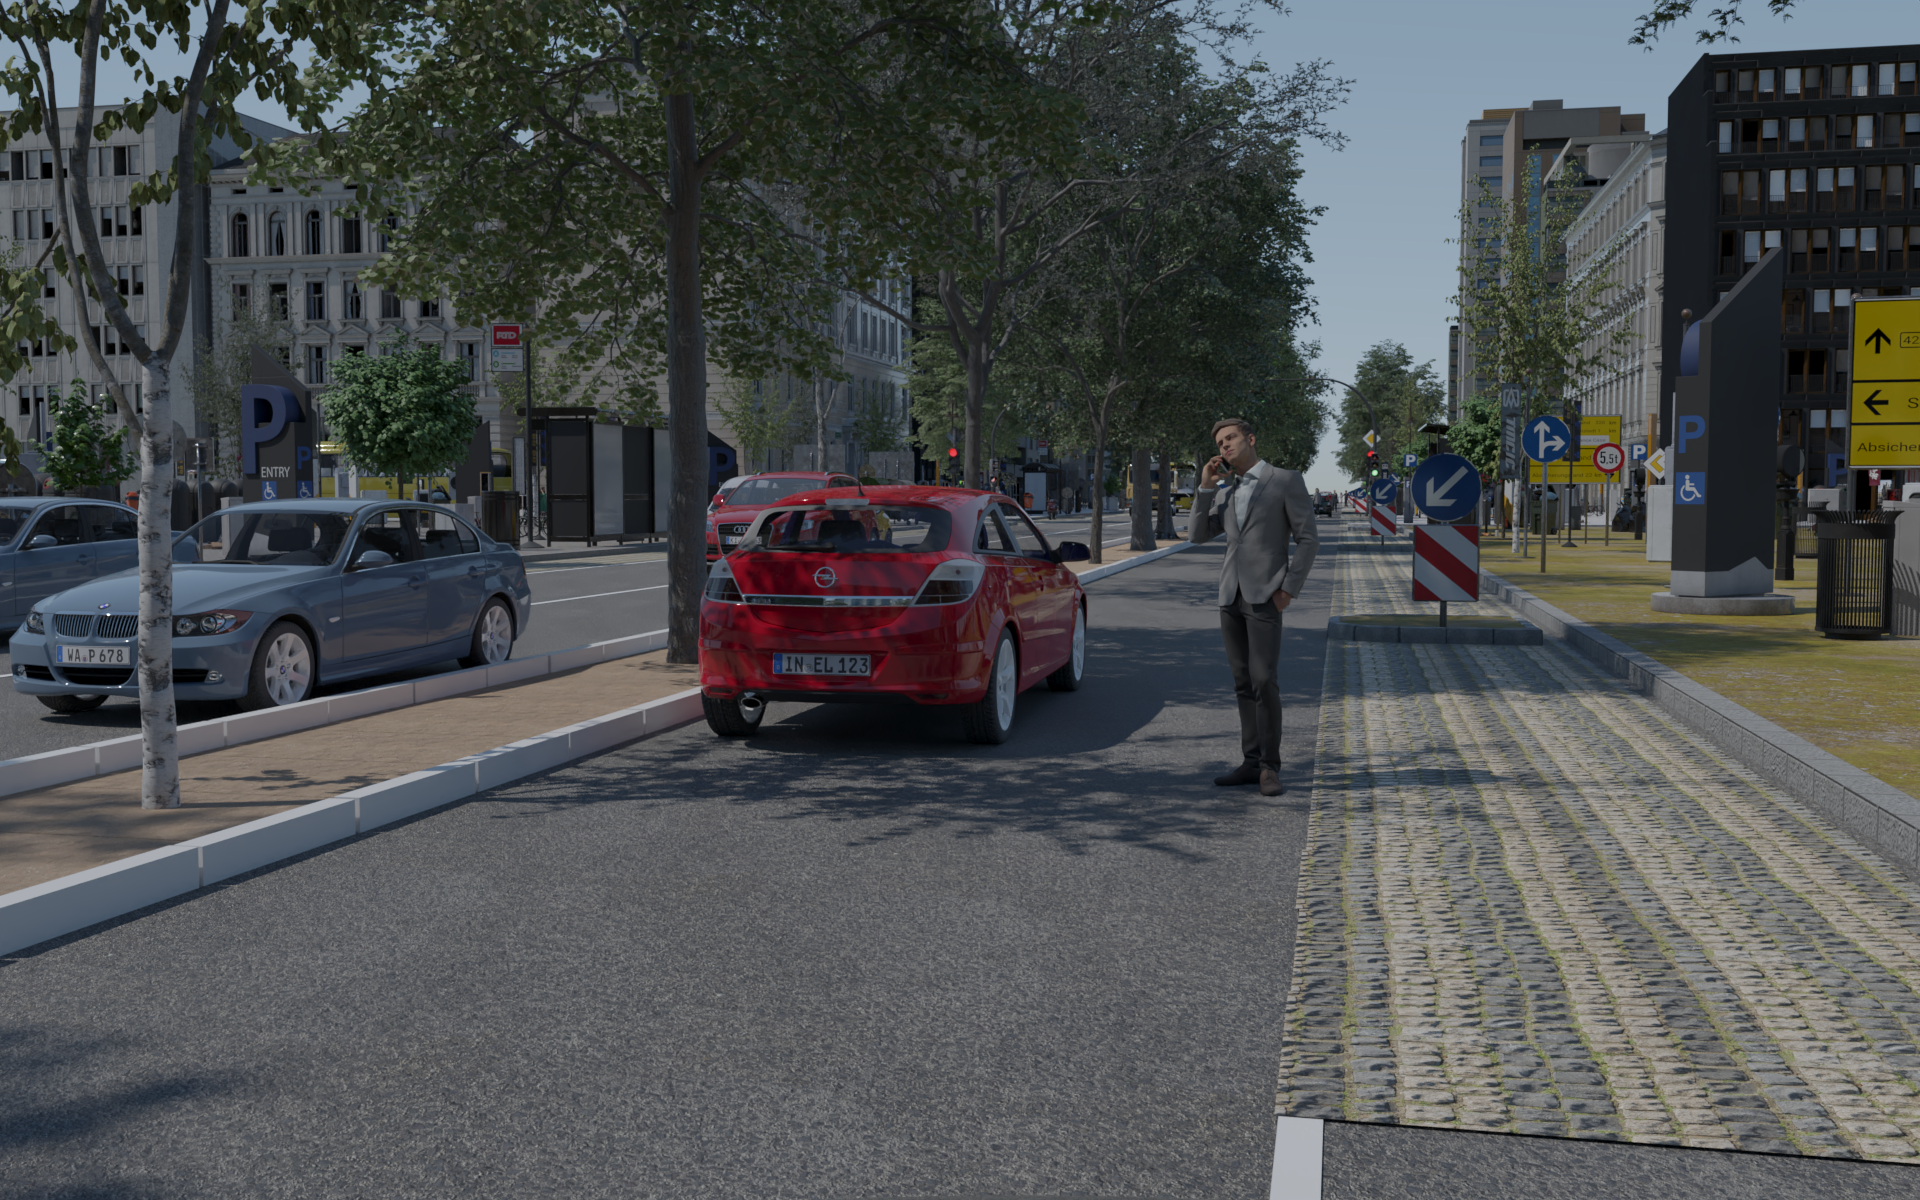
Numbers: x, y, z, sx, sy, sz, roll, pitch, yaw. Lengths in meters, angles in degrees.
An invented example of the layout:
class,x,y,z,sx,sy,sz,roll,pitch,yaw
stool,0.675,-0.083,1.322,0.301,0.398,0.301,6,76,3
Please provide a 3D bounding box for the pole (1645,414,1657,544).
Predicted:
class,x,y,z,sx,sy,sz,roll,pitch,yaw
pole,17.599,-3.073,44.091,0.158,3.312,0.155,0,3,0

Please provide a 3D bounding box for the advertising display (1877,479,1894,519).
class,x,y,z,sx,sy,sz,roll,pitch,yaw
advertising display,40.143,-4.276,75.130,0.123,1.923,0.974,0,4,-5

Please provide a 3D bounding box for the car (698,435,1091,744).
class,x,y,z,sx,sy,sz,roll,pitch,yaw
car,-0.269,-0.152,11.534,2.155,1.783,4.494,1,4,13

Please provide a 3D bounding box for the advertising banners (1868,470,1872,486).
class,x,y,z,sx,sy,sz,roll,pitch,yaw
advertising banners,29.483,-3.573,54.612,0.090,3.025,2.074,-2,4,-25

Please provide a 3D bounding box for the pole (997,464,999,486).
class,x,y,z,sx,sy,sz,roll,pitch,yaw
pole,2.350,-6.898,106.631,0.158,3.312,0.155,0,3,0

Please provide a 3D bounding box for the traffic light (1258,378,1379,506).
class,x,y,z,sx,sy,sz,roll,pitch,yaw
traffic light,14.104,-5.706,67.965,4.771,5.953,1.251,1,4,12

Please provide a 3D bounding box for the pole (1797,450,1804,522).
class,x,y,z,sx,sy,sz,roll,pitch,yaw
pole,38.625,-5.247,79.637,0.158,3.312,0.155,0,3,0

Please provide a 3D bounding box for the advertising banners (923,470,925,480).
class,x,y,z,sx,sy,sz,roll,pitch,yaw
advertising banners,-2.977,-7.888,125.149,0.090,3.025,2.074,1,4,23

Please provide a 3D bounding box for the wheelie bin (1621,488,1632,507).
class,x,y,z,sx,sy,sz,roll,pitch,yaw
wheelie bin,35.144,-5.067,90.745,0.980,1.594,0.693,2,4,27

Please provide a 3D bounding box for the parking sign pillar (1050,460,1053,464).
class,x,y,z,sx,sy,sz,roll,pitch,yaw
parking sign pillar,7.255,-9.145,137.997,1.447,3.967,1.447,-1,4,-14

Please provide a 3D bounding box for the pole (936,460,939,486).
class,x,y,z,sx,sy,sz,roll,pitch,yaw
pole,-1.270,-6.411,98.663,0.158,3.312,0.155,0,3,0

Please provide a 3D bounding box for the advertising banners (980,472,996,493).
class,x,y,z,sx,sy,sz,roll,pitch,yaw
advertising banners,2.314,-8.628,137.251,2.074,3.025,0.090,-2,4,-28

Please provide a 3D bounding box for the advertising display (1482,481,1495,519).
class,x,y,z,sx,sy,sz,roll,pitch,yaw
advertising display,26.886,-5.080,88.271,0.123,1.923,0.974,-2,4,-27

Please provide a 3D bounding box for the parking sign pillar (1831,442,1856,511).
class,x,y,z,sx,sy,sz,roll,pitch,yaw
parking sign pillar,42.301,-5.796,83.237,1.447,3.967,1.447,1,4,8

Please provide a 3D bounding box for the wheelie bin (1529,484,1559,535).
class,x,y,z,sx,sy,sz,roll,pitch,yaw
wheelie bin,18.361,-2.845,54.428,0.693,1.594,0.980,-2,4,-31

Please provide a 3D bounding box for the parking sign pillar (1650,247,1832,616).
class,x,y,z,sx,sy,sz,roll,pitch,yaw
parking sign pillar,8.318,-1.854,18.792,1.447,3.967,1.447,-2,4,-34

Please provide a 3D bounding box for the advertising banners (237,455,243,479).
class,x,y,z,sx,sy,sz,roll,pitch,yaw
advertising banners,-31.228,-4.953,77.175,2.074,3.025,0.090,0,4,8

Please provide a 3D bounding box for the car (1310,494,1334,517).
class,x,y,z,sx,sy,sz,roll,pitch,yaw
car,22.256,-5.988,107.693,2.009,1.686,4.222,1,4,11

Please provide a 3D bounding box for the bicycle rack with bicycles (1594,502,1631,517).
class,x,y,z,sx,sy,sz,roll,pitch,yaw
bicycle rack with bicycles,33.735,-4.447,86.098,2.852,0.926,2.925,-1,4,-11

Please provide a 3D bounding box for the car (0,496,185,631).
class,x,y,z,sx,sy,sz,roll,pitch,yaw
car,-9.514,-0.322,17.273,2.014,1.417,4.499,1,4,12

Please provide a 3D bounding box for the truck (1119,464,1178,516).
class,x,y,z,sx,sy,sz,roll,pitch,yaw
truck,12.499,-7.143,112.708,3.469,3.379,9.791,1,4,12

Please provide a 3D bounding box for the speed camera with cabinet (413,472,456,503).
class,x,y,z,sx,sy,sz,roll,pitch,yaw
speed camera with cabinet,-20.650,-4.557,68.843,2.038,3.252,0.660,0,4,-7

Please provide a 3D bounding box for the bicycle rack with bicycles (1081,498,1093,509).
class,x,y,z,sx,sy,sz,roll,pitch,yaw
bicycle rack with bicycles,10.976,-8.050,144.994,2.925,0.926,2.852,-3,5,-42

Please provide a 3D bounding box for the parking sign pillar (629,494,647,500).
class,x,y,z,sx,sy,sz,roll,pitch,yaw
parking sign pillar,-9.683,-4.015,54.119,1.447,3.967,1.447,1,4,20

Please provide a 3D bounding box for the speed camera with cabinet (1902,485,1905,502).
class,x,y,z,sx,sy,sz,roll,pitch,yaw
speed camera with cabinet,14.642,-1.871,24.926,0.660,3.252,2.038,-1,4,-21

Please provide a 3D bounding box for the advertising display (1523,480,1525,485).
class,x,y,z,sx,sy,sz,roll,pitch,yaw
advertising display,25.380,-4.478,78.432,0.123,1.923,0.974,2,4,30

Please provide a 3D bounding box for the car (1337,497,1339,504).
class,x,y,z,sx,sy,sz,roll,pitch,yaw
car,56.338,-15.294,261.852,2.131,1.459,4.920,1,4,14

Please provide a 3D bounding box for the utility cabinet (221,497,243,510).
class,x,y,z,sx,sy,sz,roll,pitch,yaw
utility cabinet,-15.074,-1.557,36.616,0.306,1.237,1.020,2,4,33

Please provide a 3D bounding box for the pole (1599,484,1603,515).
class,x,y,z,sx,sy,sz,roll,pitch,yaw
pole,40.250,-7.022,108.658,0.158,3.312,0.155,0,3,0

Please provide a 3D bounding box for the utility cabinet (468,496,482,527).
class,x,y,z,sx,sy,sz,roll,pitch,yaw
utility cabinet,-14.888,-2.604,53.742,0.306,1.237,1.020,1,4,14

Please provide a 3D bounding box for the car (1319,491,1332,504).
class,x,y,z,sx,sy,sz,roll,pitch,yaw
car,45.297,-12.600,214.678,2.281,1.827,5.304,1,4,12

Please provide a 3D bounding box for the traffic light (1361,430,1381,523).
class,x,y,z,sx,sy,sz,roll,pitch,yaw
traffic light,17.892,-5.292,75.451,0.839,4.253,0.868,1,4,12

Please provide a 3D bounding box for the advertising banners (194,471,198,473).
class,x,y,z,sx,sy,sz,roll,pitch,yaw
advertising banners,-35.512,-5.078,79.208,0.090,3.025,2.074,2,4,33

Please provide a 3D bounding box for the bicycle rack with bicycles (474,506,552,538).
class,x,y,z,sx,sy,sz,roll,pitch,yaw
bicycle rack with bicycles,-12.962,-2.334,51.541,2.925,0.926,2.852,2,4,25

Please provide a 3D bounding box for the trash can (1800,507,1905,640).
class,x,y,z,sx,sy,sz,roll,pitch,yaw
trash can,7.941,-0.227,15.369,0.748,1.137,0.748,0,3,0

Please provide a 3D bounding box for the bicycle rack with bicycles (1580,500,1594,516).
class,x,y,z,sx,sy,sz,roll,pitch,yaw
bicycle rack with bicycles,35.671,-5.294,99.933,2.925,0.926,2.852,1,4,19

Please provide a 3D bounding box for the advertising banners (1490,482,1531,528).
class,x,y,z,sx,sy,sz,roll,pitch,yaw
advertising banners,20.724,-4.230,65.344,2.074,3.025,0.090,-2,4,-24

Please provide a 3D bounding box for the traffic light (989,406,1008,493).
class,x,y,z,sx,sy,sz,roll,pitch,yaw
traffic light,3.584,-6.358,78.628,4.771,5.953,1.251,1,4,12

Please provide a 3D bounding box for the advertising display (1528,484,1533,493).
class,x,y,z,sx,sy,sz,roll,pitch,yaw
advertising display,35.830,-6.397,109.799,0.974,1.923,0.123,-1,4,-11

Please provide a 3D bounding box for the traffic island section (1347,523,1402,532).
class,x,y,z,sx,sy,sz,roll,pitch,yaw
traffic island section,16.203,-2.782,67.759,2.009,0.180,2.903,1,4,12

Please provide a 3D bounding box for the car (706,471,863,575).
class,x,y,z,sx,sy,sz,roll,pitch,yaw
car,-2.743,-1.210,28.451,2.281,1.827,5.304,1,4,11

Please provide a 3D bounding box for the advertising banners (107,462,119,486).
class,x,y,z,sx,sy,sz,roll,pitch,yaw
advertising banners,-26.690,-3.499,53.404,0.090,3.025,2.074,1,4,22

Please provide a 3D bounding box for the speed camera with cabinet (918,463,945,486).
class,x,y,z,sx,sy,sz,roll,pitch,yaw
speed camera with cabinet,-1.865,-7.641,119.271,2.038,3.252,0.660,1,4,12

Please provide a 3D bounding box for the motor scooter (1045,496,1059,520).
class,x,y,z,sx,sy,sz,roll,pitch,yaw
motor scooter,5.148,-5.107,96.273,0.815,1.314,1.986,1,4,12

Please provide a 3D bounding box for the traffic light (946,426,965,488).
class,x,y,z,sx,sy,sz,roll,pitch,yaw
traffic light,-0.204,-5.035,71.249,0.839,4.253,0.868,1,4,12

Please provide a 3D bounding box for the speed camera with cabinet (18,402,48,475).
class,x,y,z,sx,sy,sz,roll,pitch,yaw
speed camera with cabinet,-20.068,-2.672,38.031,0.660,3.252,2.038,-1,4,-11

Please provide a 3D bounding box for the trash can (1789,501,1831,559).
class,x,y,z,sx,sy,sz,roll,pitch,yaw
trash can,16.881,-1.394,34.447,0.748,1.137,0.748,0,3,0

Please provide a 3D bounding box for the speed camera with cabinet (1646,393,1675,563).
class,x,y,z,sx,sy,sz,roll,pitch,yaw
speed camera with cabinet,13.712,-2.374,33.155,0.660,3.252,2.038,2,4,34

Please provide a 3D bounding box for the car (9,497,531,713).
class,x,y,z,sx,sy,sz,roll,pitch,yaw
car,-4.800,-0.044,12.722,2.014,1.417,4.499,1,4,13

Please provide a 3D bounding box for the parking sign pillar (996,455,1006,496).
class,x,y,z,sx,sy,sz,roll,pitch,yaw
parking sign pillar,2.693,-7.638,113.347,1.447,3.967,1.447,-1,4,-8

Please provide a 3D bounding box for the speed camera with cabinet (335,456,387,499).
class,x,y,z,sx,sy,sz,roll,pitch,yaw
speed camera with cabinet,-25.715,-4.894,74.355,2.038,3.252,0.660,-2,4,-34

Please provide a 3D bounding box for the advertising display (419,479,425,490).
class,x,y,z,sx,sy,sz,roll,pitch,yaw
advertising display,-22.911,-4.184,73.626,0.123,1.923,0.974,-2,4,-28

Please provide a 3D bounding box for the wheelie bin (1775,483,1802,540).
class,x,y,z,sx,sy,sz,roll,pitch,yaw
wheelie bin,23.273,-2.506,48.873,0.980,1.594,0.693,0,4,3

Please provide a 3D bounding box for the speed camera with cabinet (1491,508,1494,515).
class,x,y,z,sx,sy,sz,roll,pitch,yaw
speed camera with cabinet,30.076,-6.352,98.185,2.038,3.252,0.660,0,4,-6

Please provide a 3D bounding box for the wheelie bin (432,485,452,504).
class,x,y,z,sx,sy,sz,roll,pitch,yaw
wheelie bin,-18.275,-3.239,60.862,0.693,1.594,0.980,-2,4,-33
